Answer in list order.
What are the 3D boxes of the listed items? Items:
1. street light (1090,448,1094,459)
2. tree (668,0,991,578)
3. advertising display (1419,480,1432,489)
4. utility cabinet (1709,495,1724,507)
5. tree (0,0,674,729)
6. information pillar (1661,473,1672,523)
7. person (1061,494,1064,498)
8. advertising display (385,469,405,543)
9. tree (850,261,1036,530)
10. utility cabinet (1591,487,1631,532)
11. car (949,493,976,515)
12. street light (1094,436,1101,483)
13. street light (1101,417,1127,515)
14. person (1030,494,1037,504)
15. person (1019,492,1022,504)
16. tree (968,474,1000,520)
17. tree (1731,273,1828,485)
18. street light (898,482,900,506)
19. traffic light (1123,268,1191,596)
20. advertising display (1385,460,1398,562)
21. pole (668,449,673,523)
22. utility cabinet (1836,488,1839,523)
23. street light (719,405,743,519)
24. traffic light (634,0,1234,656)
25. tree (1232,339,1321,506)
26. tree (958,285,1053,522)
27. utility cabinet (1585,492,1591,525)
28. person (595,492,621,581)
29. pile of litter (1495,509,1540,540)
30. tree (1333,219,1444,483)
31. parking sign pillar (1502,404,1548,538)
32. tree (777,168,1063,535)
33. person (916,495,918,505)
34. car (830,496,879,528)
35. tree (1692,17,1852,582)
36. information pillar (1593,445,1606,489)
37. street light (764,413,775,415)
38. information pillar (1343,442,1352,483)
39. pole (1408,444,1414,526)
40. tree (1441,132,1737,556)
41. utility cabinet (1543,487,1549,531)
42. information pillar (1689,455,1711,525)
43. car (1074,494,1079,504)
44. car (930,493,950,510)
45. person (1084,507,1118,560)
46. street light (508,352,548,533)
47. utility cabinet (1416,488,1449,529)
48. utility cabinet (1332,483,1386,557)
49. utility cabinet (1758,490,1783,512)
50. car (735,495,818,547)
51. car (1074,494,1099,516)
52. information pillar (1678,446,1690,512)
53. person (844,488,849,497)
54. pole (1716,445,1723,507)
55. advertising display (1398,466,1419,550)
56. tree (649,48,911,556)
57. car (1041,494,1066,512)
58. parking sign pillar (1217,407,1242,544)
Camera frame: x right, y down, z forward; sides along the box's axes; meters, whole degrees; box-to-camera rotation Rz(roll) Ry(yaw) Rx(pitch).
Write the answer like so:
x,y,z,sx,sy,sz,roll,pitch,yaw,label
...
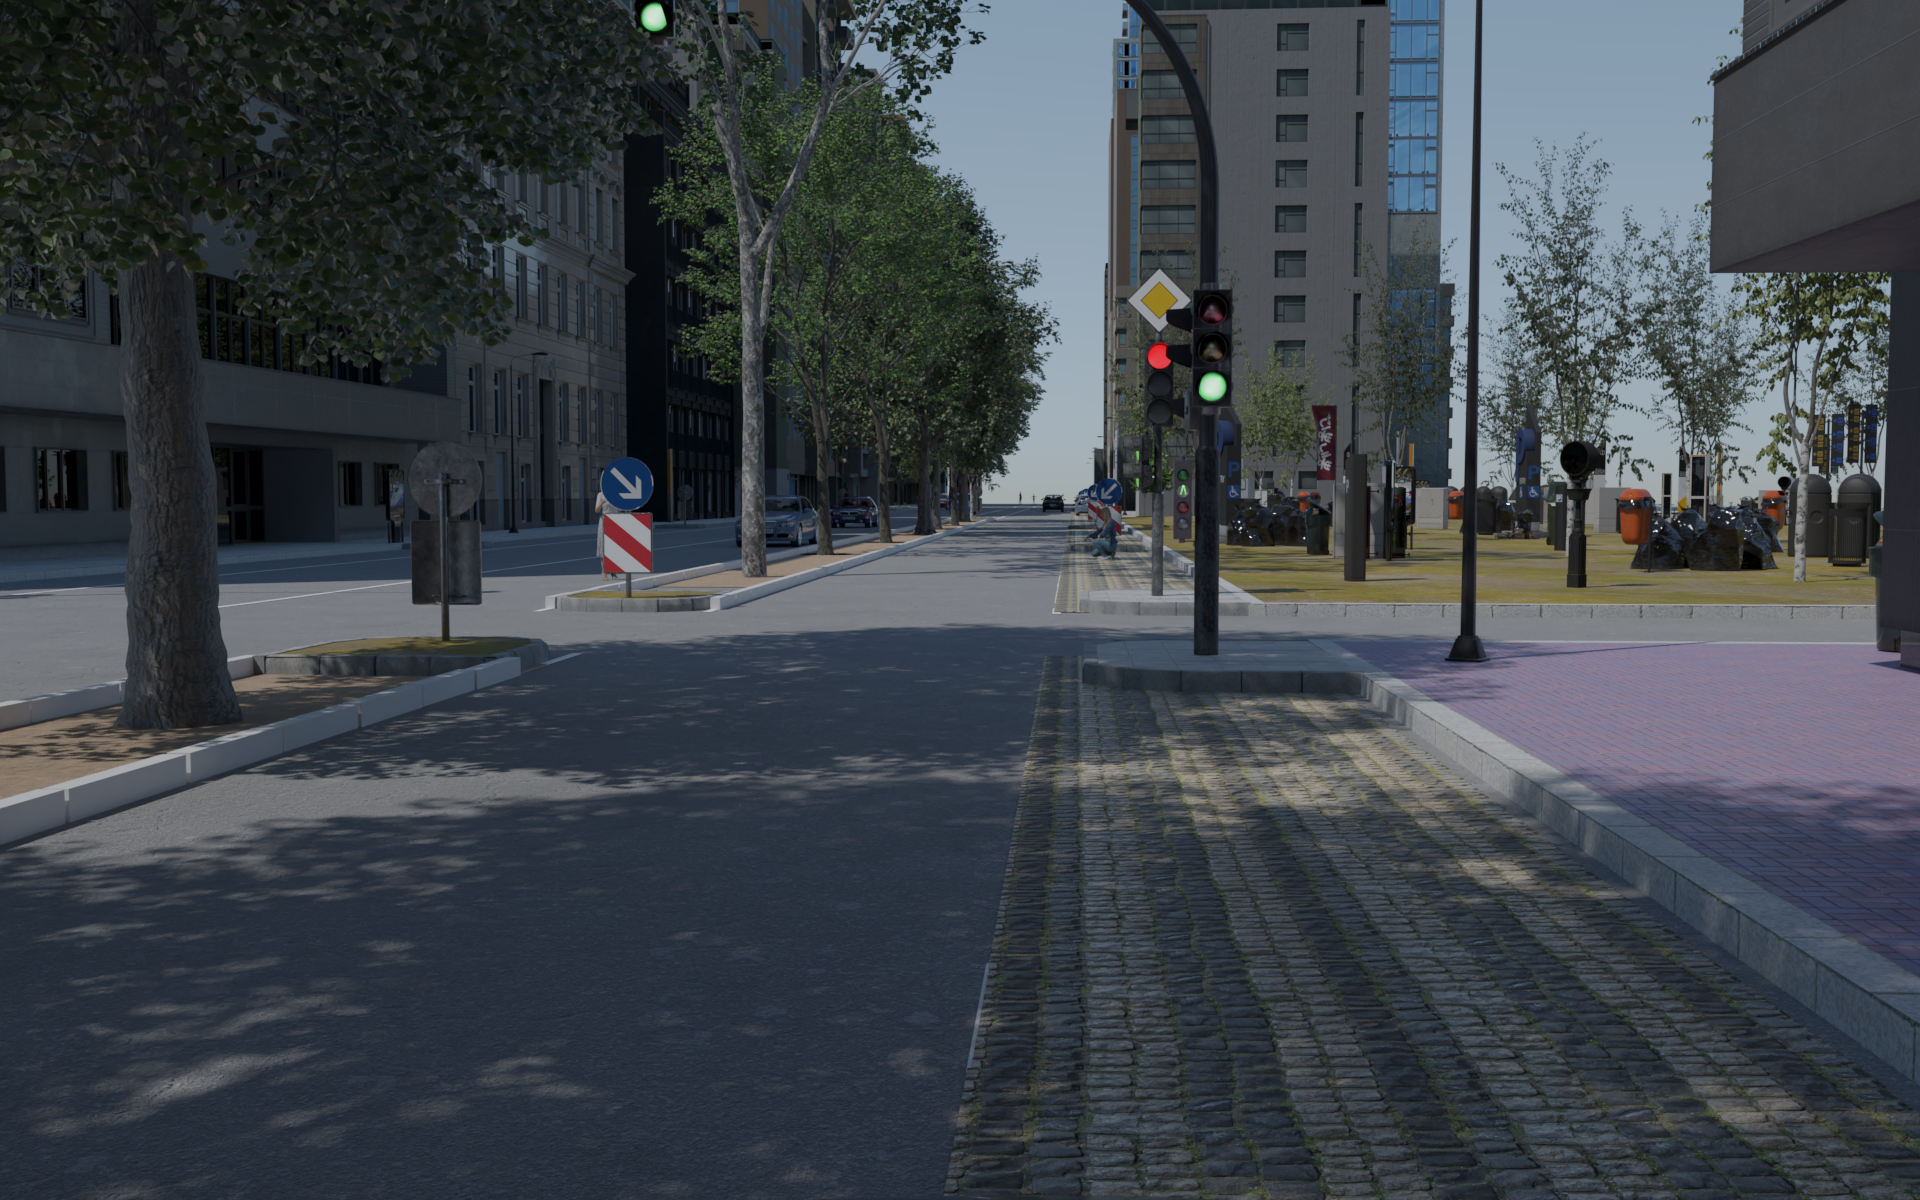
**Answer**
x,y,z,sx,sy,sz,roll,pitch,yaw,label
13.922,-12.240,172.662,1.470,5.913,1.316,0,4,4,street light
-2.366,-10.385,28.144,12.611,20.169,13.585,0,3,0,tree
21.224,-4.534,79.350,0.123,1.923,0.974,-2,4,-26,advertising display
38.687,-4.760,88.983,0.306,1.237,1.020,-2,4,-27,utility cabinet
-4.839,-6.187,10.268,9.857,13.997,8.962,0,3,0,tree
24.567,-3.409,60.233,0.304,2.012,0.304,1,4,15,information pillar
13.923,-13.830,237.805,0.799,1.438,0.628,0,4,-1,person
-14.813,-2.460,45.433,0.123,1.923,0.974,0,4,5,advertising display
-0.860,-9.054,68.619,7.486,12.596,7.792,0,3,0,tree
21.598,-2.977,57.352,1.173,1.500,0.318,-1,4,-13,utility cabinet
0.248,-6.885,122.158,1.945,1.707,3.694,0,4,6,car
11.647,-10.148,138.458,1.470,5.913,1.316,0,4,4,street light
9.378,-8.046,104.098,1.470,5.913,1.316,0,4,4,street light
10.287,-14.046,241.374,0.991,1.433,0.599,0,4,4,person
8.552,-14.256,242.108,0.617,1.759,0.750,-2,4,-34,person
0.647,-8.729,95.544,4.360,8.622,3.978,0,3,0,tree
18.821,-5.737,44.160,4.360,8.622,3.978,0,3,0,tree
-5.867,-12.823,182.196,1.470,5.913,1.316,0,4,4,street light
2.469,-2.006,21.724,0.839,4.253,0.868,0,4,4,traffic light
8.270,-1.718,33.311,0.123,1.923,0.974,1,4,17,advertising display
-13.042,-5.145,77.956,0.158,3.312,0.155,0,3,0,pole
32.654,-3.384,64.000,0.318,1.500,1.173,1,4,18,utility cabinet
-11.895,-7.215,90.509,1.470,5.913,1.316,0,4,4,street light
-0.151,-2.391,13.753,4.771,5.953,1.251,0,4,4,traffic light
14.442,-8.113,83.013,4.737,8.622,4.395,0,3,0,tree
0.218,-10.926,87.751,9.857,13.997,8.962,0,3,0,tree
25.899,-3.873,72.001,1.173,1.500,0.318,2,4,34,utility cabinet
-5.798,-1.203,28.737,0.480,1.755,0.524,-2,4,-35,person
15.964,-2.182,49.633,1.176,0.858,1.719,0,4,6,pile of litter
12.106,-5.938,47.451,4.360,8.622,3.978,0,3,0,tree
16.862,-3.847,51.378,1.447,3.967,1.447,0,4,5,parking sign pillar
-1.243,-8.595,59.989,9.611,12.733,9.660,0,3,0,tree
-3.201,-7.533,134.893,0.421,1.427,0.697,-1,4,-9,person
-4.526,-3.781,74.404,1.945,1.354,3.894,0,4,4,car
12.474,-4.568,25.043,4.737,8.622,4.395,0,3,0,tree
27.597,-5.097,74.694,0.504,3.616,0.183,0,4,7,information pillar
-11.302,-7.749,99.229,1.470,5.913,1.316,0,4,4,street light
17.572,-5.331,78.519,0.183,3.616,0.504,-2,4,-26,information pillar
18.293,-4.673,70.246,0.158,3.312,0.155,0,3,0,pole
12.670,-5.199,35.373,4.360,8.622,3.978,0,3,0,tree
18.115,-2.717,53.098,0.318,1.500,1.173,1,4,11,utility cabinet
13.799,-1.703,32.338,0.304,2.012,0.304,2,4,34,information pillar
16.559,-13.840,236.514,2.015,1.641,3.980,0,4,3,car
-1.817,-9.062,157.202,2.155,1.783,4.494,0,4,5,car
3.062,-1.434,37.439,0.738,1.151,1.012,0,4,2,person
-14.125,-5.146,56.674,1.470,5.913,1.316,0,4,4,street light
17.155,-3.316,62.895,0.318,1.500,1.173,-3,4,-36,utility cabinet
8.173,-1.619,35.147,1.173,1.500,0.318,0,4,8,utility cabinet
40.607,-4.769,86.653,1.173,1.500,0.318,0,4,5,utility cabinet
-5.040,-2.221,48.323,2.014,1.417,4.499,0,4,5,car
8.425,-6.188,113.172,2.014,1.417,4.499,0,4,3,car
35.269,-5.694,84.448,0.504,3.616,0.183,0,4,4,information pillar
-7.346,-6.295,111.362,0.705,1.831,1.348,-2,4,-24,person
31.483,-4.770,71.839,0.158,3.312,0.155,0,3,0,pole
10.239,-2.139,40.186,0.123,1.923,0.974,-1,4,-20,advertising display
-3.250,-6.852,40.250,9.928,11.665,9.643,0,3,0,tree
7.514,-7.930,139.447,2.009,1.686,4.222,0,4,4,car
6.950,-3.486,45.470,1.447,3.967,1.447,-1,4,-12,parking sign pillar
